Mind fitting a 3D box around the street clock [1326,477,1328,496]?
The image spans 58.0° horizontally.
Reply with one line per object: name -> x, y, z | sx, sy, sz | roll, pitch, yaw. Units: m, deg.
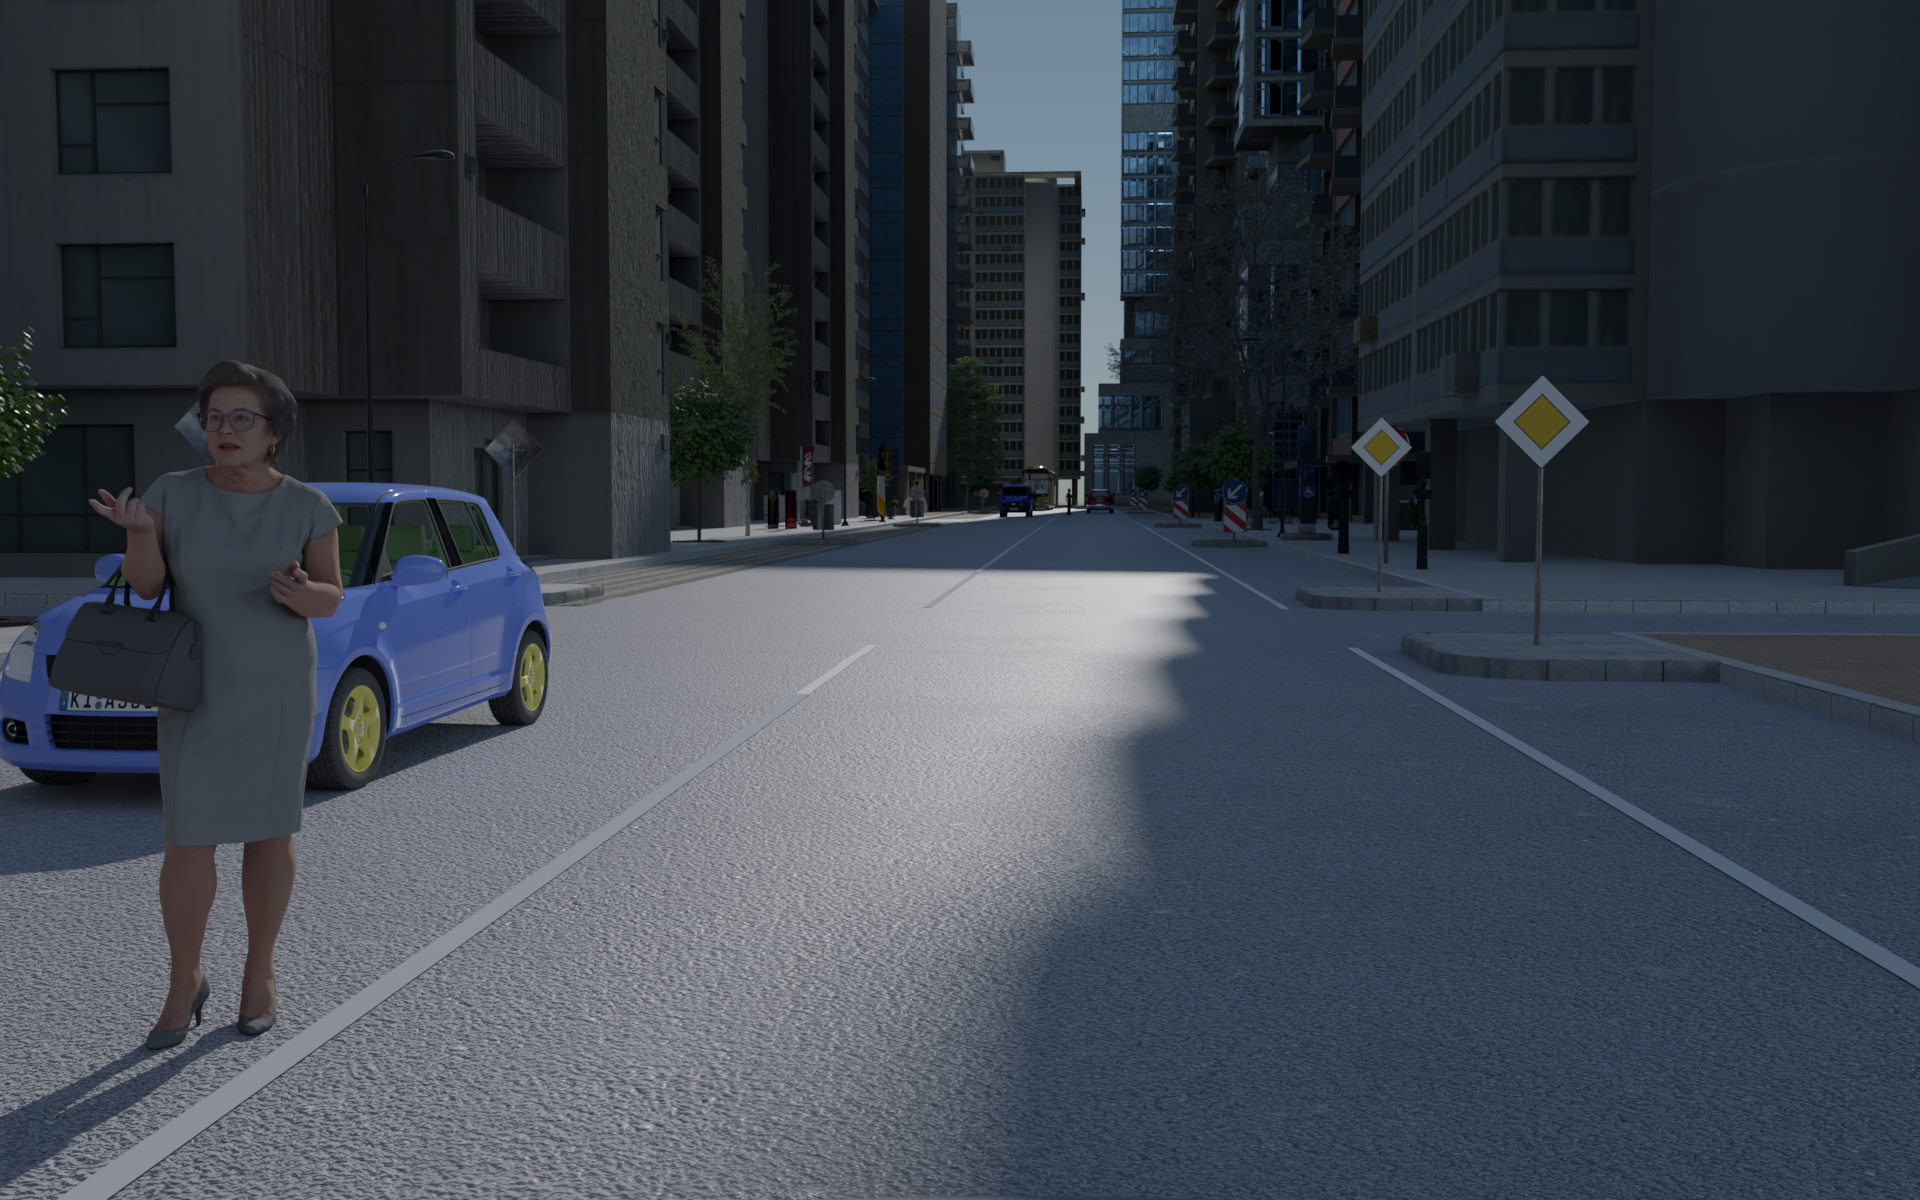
street clock -> 15.190, -4.062, 70.990 | 0.358, 2.002, 0.471 | 0, 4, -7

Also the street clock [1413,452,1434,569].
street clock -> 7.887, -1.525, 29.510 | 0.358, 2.002, 0.471 | 1, 4, 15

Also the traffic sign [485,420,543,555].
traffic sign -> -6.035, -1.211, 23.448 | 0.795, 2.450, 0.064 | 0, 4, 4

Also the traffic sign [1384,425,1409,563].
traffic sign -> 7.887, -1.950, 31.995 | 0.768, 2.556, 0.104 | 1, 4, 9

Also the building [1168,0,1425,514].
building -> 28.639, -29.836, 142.440 | 22.147, 44.769, 28.867 | 0, 4, 4

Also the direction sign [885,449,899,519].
direction sign -> -3.494, -5.855, 87.731 | 0.876, 3.537, 0.379 | 1, 4, 23

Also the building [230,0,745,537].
building -> -16.033, -17.805, 62.812 | 14.160, 30.474, 14.107 | 0, 4, 4

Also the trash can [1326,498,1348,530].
trash can -> 13.350, -3.040, 61.365 | 0.748, 1.137, 0.748 | 0, 3, 0

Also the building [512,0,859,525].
building -> -13.028, -19.291, 87.116 | 14.160, 30.474, 14.107 | 0, 4, 4

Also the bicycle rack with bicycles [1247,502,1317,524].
bicycle rack with bicycles -> 14.345, -3.806, 75.611 | 2.852, 0.926, 2.925 | -3, 4, -38

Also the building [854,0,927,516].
building -> -18.815, -25.652, 111.293 | 32.217, 40.220, 23.993 | 0, 4, 4

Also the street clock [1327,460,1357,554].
street clock -> 8.251, -1.997, 37.215 | 0.471, 2.002, 0.358 | 3, 4, 38

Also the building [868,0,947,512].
building -> -8.468, -29.320, 129.485 | 14.600, 45.320, 14.200 | 0, 4, 4

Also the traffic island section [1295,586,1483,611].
traffic island section -> 5.500, -0.023, 22.652 | 2.009, 0.180, 2.903 | 0, 4, 4

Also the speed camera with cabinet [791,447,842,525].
speed camera with cabinet -> -6.028, -4.791, 72.669 | 2.038, 3.252, 0.660 | -1, 4, -21

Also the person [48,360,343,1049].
person -> -1.983, 0.266, 4.513 | 0.716, 1.782, 0.532 | -1, 4, -17

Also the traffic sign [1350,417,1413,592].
traffic sign -> 5.476, -1.158, 22.577 | 0.795, 2.450, 0.064 | 0, 4, 4

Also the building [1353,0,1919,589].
building -> 21.814, -21.060, 36.211 | 23.993, 40.220, 32.217 | 0, 4, 4

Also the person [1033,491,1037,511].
person -> 6.425, -8.403, 146.709 | 0.721, 1.723, 1.217 | 0, 4, 7

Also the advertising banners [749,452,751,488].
advertising banners -> -8.968, -4.635, 71.967 | 0.090, 3.025, 2.074 | 1, 4, 10

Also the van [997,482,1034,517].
van -> 3.533, -6.352, 108.246 | 2.240, 2.365, 5.245 | 0, 4, 6

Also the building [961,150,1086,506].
building -> 2.296, -30.979, 198.385 | 23.993, 40.220, 32.217 | 0, 4, 4

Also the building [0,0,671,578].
building -> -14.002, -15.899, 31.654 | 14.160, 30.474, 14.107 | 0, 4, 4

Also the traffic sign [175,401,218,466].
traffic sign -> -6.626, -0.724, 15.485 | 0.795, 2.450, 0.064 | 0, 4, 4

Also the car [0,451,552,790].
car -> -3.608, 0.001, 9.569 | 1.945, 1.707, 3.694 | 0, 4, 6

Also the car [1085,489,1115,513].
car -> 10.472, -7.391, 129.515 | 2.281, 1.827, 5.304 | 0, 4, 4

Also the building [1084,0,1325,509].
building -> 29.356, -53.664, 190.076 | 31.000, 86.520, 22.319 | 0, 4, 4

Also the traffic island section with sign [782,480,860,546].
traffic island section with sign -> -3.854, -2.452, 48.717 | 1.989, 1.847, 2.006 | 0, 4, 4

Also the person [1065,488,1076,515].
person -> 7.502, -6.732, 118.502 | 0.705, 1.831, 1.348 | -2, 4, -24

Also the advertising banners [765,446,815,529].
advertising banners -> -6.277, -4.146, 63.973 | 2.074, 3.025, 0.090 | 1, 4, 23

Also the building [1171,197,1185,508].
building -> 27.091, -24.024, 164.497 | 14.160, 30.474, 14.107 | 0, 4, 4

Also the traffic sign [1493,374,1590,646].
traffic sign -> 4.885, -0.671, 14.614 | 0.795, 2.450, 0.064 | 0, 4, 4

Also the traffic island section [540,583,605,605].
traffic island section -> -6.059, -0.075, 23.511 | 2.009, 0.180, 2.903 | 0, 4, 4

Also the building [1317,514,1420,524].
building -> 27.717, -26.094, 81.263 | 22.147, 44.769, 28.867 | 0, 4, 4

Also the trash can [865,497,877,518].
trash can -> -4.687, -4.873, 91.326 | 0.748, 1.137, 0.748 | 0, 3, 0

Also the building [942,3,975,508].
building -> -14.146, -33.165, 161.849 | 30.456, 49.044, 23.786 | 0, 4, 4

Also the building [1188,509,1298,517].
building -> 26.497, -48.800, 110.549 | 22.319, 86.520, 31.000 | 0, 4, 4

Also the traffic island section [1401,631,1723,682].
traffic island section -> 4.910, 0.464, 14.689 | 2.009, 0.180, 2.903 | 0, 4, 4
